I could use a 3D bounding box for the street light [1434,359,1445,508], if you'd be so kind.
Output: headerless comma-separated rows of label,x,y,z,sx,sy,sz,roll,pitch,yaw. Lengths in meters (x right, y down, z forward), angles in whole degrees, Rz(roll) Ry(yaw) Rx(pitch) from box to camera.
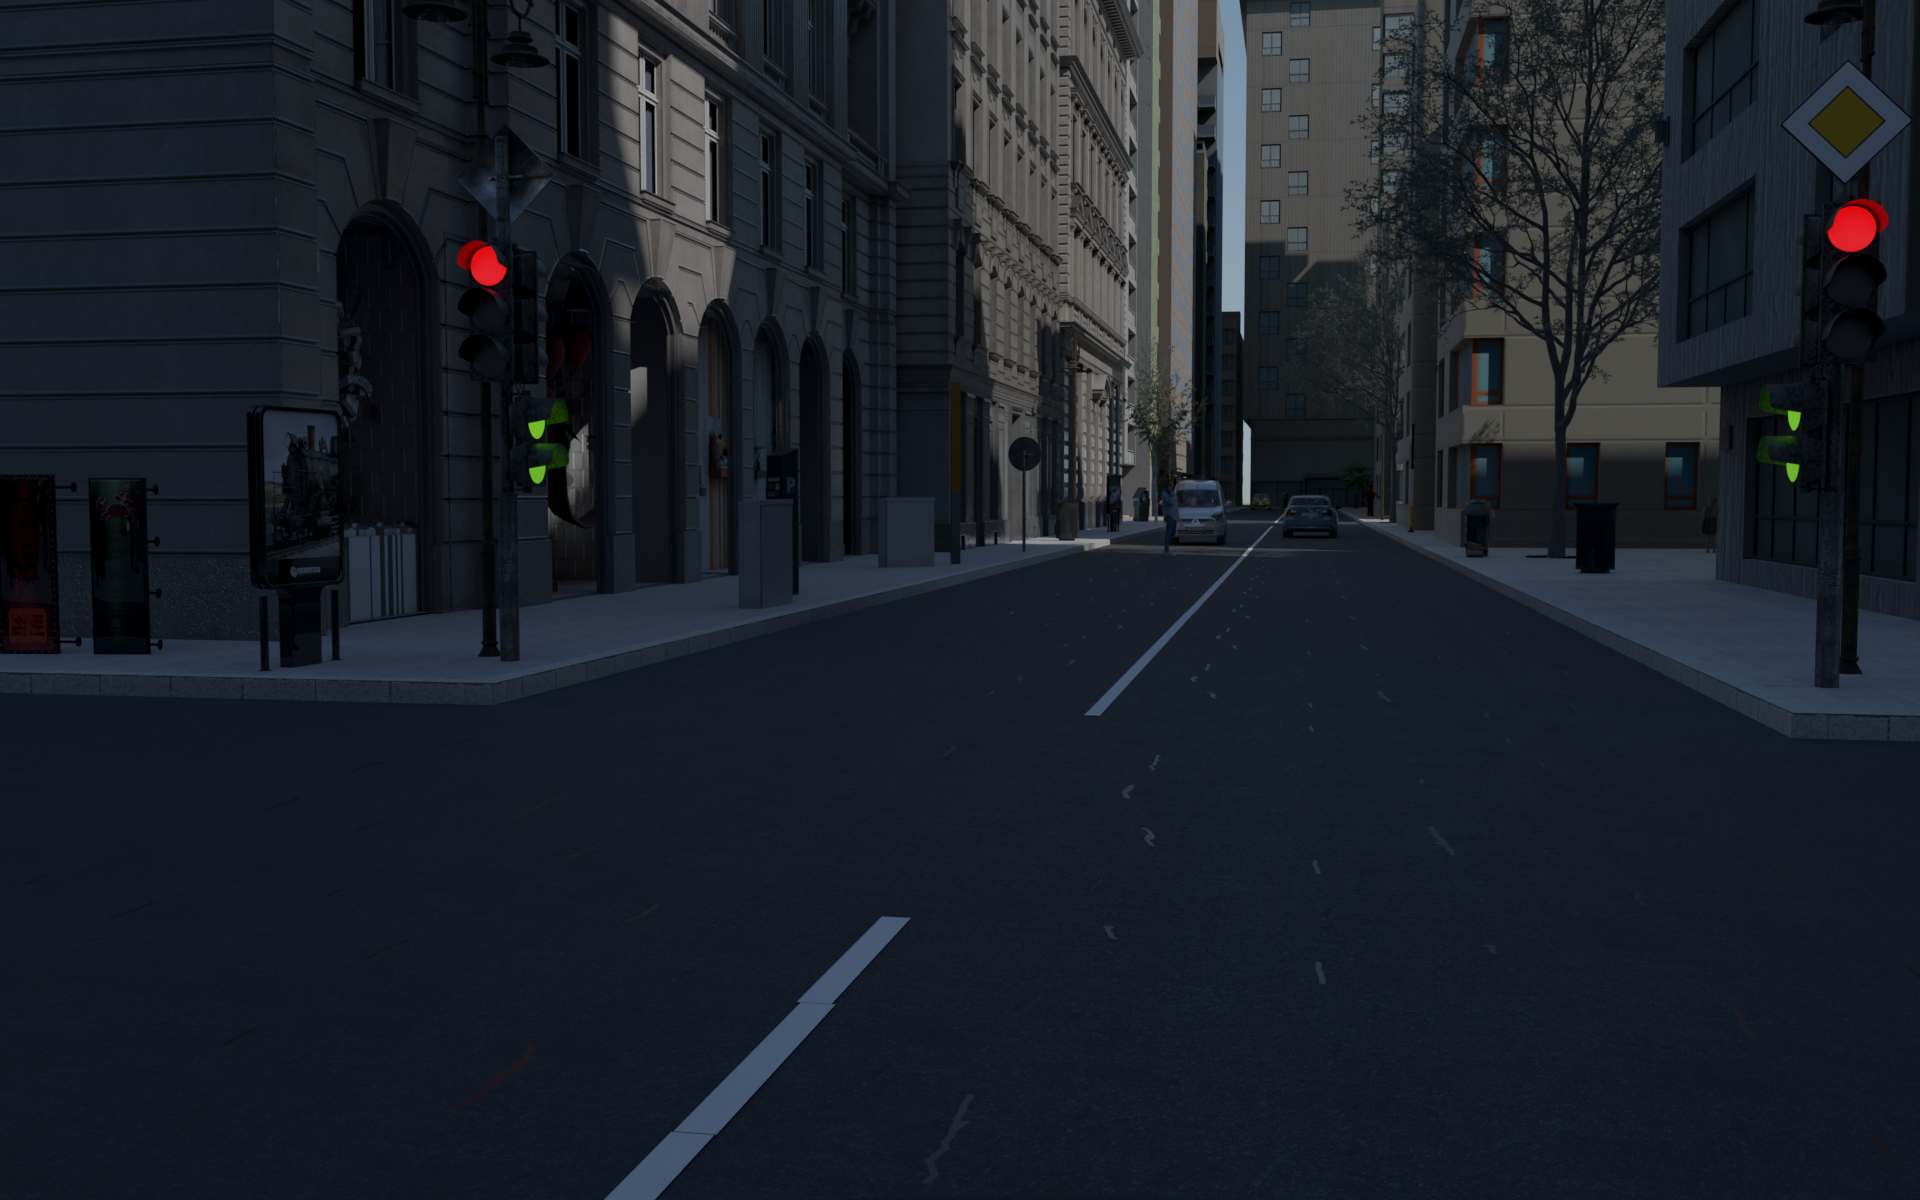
street light,13.558,-4.640,48.650,0.468,5.910,1.993,1,4,11

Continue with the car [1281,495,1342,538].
car,11.765,-2.819,58.093,2.014,1.417,4.499,1,4,13

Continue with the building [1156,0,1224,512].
building,16.023,-30.891,155.185,14.200,45.320,14.600,1,4,11

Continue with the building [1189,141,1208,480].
building,12.045,-22.347,137.080,14.160,30.474,14.107,1,4,11

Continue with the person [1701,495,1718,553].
person,16.281,-1.644,37.590,0.362,1.253,0.373,1,4,18

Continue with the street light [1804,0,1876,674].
street light,6.359,-2.412,12.222,0.468,5.910,1.993,1,4,11

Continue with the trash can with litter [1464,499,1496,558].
trash can with litter,10.609,-1.466,35.350,0.624,1.170,1.055,1,4,17

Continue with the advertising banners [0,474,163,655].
advertising banners,-7.429,-1.077,13.796,2.074,3.025,0.090,0,4,2

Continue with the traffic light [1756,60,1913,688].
traffic light,5.743,-1.375,11.401,0.839,4.253,0.868,1,4,11

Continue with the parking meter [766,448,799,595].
parking meter,-2.253,-0.995,21.975,0.255,1.863,0.399,2,4,32

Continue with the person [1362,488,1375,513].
person,25.665,-6.233,108.778,0.721,1.723,1.217,-2,4,-27

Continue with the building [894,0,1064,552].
building,-3.062,-12.109,47.137,9.793,20.994,18.267,1,4,11

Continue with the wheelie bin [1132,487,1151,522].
wheelie bin,8.459,-4.451,80.686,0.693,1.594,0.980,-2,4,-28

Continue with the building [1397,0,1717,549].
building,28.377,-12.683,52.404,27.650,21.520,28.899,1,4,11

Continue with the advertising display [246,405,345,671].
advertising display,-4.932,-0.471,12.910,0.123,1.923,0.974,1,4,15

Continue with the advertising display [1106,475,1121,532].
advertising display,5.204,-3.271,58.688,0.123,1.923,0.974,2,4,28

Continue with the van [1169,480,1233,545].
van,6.909,-2.651,50.359,2.013,2.044,4.112,1,4,9

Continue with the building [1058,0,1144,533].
building,0.523,-14.490,65.791,11.050,23.489,19.941,1,4,11

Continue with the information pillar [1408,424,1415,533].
information pillar,15.100,-4.071,57.912,0.183,3.616,0.504,0,4,8

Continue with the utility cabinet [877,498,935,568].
utility cabinet,-0.948,-1.182,30.485,1.020,1.237,0.306,-2,4,-35

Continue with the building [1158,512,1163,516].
building,9.367,-28.908,122.755,14.600,45.320,14.200,1,4,11

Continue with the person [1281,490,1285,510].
person,29.005,-8.987,155.304,0.599,1.838,0.709,3,5,40

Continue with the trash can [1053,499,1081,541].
trash can,2.939,-2.199,47.601,0.748,1.137,0.748,0,3,0

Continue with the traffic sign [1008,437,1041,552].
traffic sign,1.420,-2.343,38.410,0.768,2.556,0.104,1,4,20

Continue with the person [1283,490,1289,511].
person,28.194,-8.624,149.945,0.568,1.767,0.683,-3,4,-37

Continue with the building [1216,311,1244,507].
building,15.550,-20.911,186.937,28.899,21.520,27.650,1,4,11

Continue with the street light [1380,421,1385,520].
street light,20.692,-6.845,84.695,0.468,5.910,1.993,1,4,11

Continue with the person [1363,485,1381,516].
person,23.683,-5.735,99.779,0.705,1.831,1.348,-3,4,-36

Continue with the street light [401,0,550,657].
street light,-3.722,-2.492,13.537,0.468,5.910,1.993,1,4,11

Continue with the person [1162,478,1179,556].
person,4.846,-1.919,40.135,0.793,1.790,0.793,0,4,-7

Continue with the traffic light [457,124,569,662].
traffic light,-3.444,-1.485,13.196,0.839,4.253,0.868,1,4,11

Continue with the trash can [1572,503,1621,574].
trash can,10.320,-1.007,28.111,0.748,1.137,0.748,0,3,0

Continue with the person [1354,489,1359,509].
person,34.371,-8.758,150.153,0.541,1.710,0.530,-1,4,-15

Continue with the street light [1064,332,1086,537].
street light,3.293,-4.697,49.582,0.468,5.910,1.993,1,4,11

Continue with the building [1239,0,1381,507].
building,43.319,-36.198,181.067,27.495,52.752,28.713,1,4,11

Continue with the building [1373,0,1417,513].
building,36.019,-26.675,119.739,14.154,41.232,14.086,1,4,11

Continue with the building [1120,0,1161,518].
building,3.385,-25.175,95.210,14.154,41.232,14.086,1,4,11

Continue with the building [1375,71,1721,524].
building,38.420,-15.463,97.853,27.650,21.520,28.899,1,4,11

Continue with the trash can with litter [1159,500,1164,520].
trash can with litter,10.156,-4.449,84.128,0.624,1.170,1.055,2,4,31

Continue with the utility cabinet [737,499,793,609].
utility cabinet,-2.226,-0.530,19.826,0.306,1.237,1.020,1,4,15

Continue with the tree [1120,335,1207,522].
tree,9.152,-7.924,79.925,4.360,8.622,3.978,0,3,0

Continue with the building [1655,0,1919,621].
building,15.923,-15.025,17.359,14.107,30.474,14.160,1,4,11

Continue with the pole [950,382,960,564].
pole,-0.085,-2.313,31.654,0.158,3.312,0.155,0,3,0

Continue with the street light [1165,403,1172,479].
street light,10.410,-6.917,85.882,0.468,5.910,1.993,1,4,11

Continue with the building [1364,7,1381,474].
building,45.573,-31.865,140.606,23.786,49.044,30.456,1,4,11

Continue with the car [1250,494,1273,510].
car,27.188,-8.932,156.262,2.015,1.641,3.980,1,4,12

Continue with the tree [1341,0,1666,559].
tree,12.031,-7.572,34.170,12.009,13.543,11.850,0,3,0

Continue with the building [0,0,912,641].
building,-9.365,-11.316,26.823,13.314,21.916,24.055,1,4,11

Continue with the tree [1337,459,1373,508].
tree,36.725,-10.846,161.051,4.285,4.588,4.351,0,3,0
